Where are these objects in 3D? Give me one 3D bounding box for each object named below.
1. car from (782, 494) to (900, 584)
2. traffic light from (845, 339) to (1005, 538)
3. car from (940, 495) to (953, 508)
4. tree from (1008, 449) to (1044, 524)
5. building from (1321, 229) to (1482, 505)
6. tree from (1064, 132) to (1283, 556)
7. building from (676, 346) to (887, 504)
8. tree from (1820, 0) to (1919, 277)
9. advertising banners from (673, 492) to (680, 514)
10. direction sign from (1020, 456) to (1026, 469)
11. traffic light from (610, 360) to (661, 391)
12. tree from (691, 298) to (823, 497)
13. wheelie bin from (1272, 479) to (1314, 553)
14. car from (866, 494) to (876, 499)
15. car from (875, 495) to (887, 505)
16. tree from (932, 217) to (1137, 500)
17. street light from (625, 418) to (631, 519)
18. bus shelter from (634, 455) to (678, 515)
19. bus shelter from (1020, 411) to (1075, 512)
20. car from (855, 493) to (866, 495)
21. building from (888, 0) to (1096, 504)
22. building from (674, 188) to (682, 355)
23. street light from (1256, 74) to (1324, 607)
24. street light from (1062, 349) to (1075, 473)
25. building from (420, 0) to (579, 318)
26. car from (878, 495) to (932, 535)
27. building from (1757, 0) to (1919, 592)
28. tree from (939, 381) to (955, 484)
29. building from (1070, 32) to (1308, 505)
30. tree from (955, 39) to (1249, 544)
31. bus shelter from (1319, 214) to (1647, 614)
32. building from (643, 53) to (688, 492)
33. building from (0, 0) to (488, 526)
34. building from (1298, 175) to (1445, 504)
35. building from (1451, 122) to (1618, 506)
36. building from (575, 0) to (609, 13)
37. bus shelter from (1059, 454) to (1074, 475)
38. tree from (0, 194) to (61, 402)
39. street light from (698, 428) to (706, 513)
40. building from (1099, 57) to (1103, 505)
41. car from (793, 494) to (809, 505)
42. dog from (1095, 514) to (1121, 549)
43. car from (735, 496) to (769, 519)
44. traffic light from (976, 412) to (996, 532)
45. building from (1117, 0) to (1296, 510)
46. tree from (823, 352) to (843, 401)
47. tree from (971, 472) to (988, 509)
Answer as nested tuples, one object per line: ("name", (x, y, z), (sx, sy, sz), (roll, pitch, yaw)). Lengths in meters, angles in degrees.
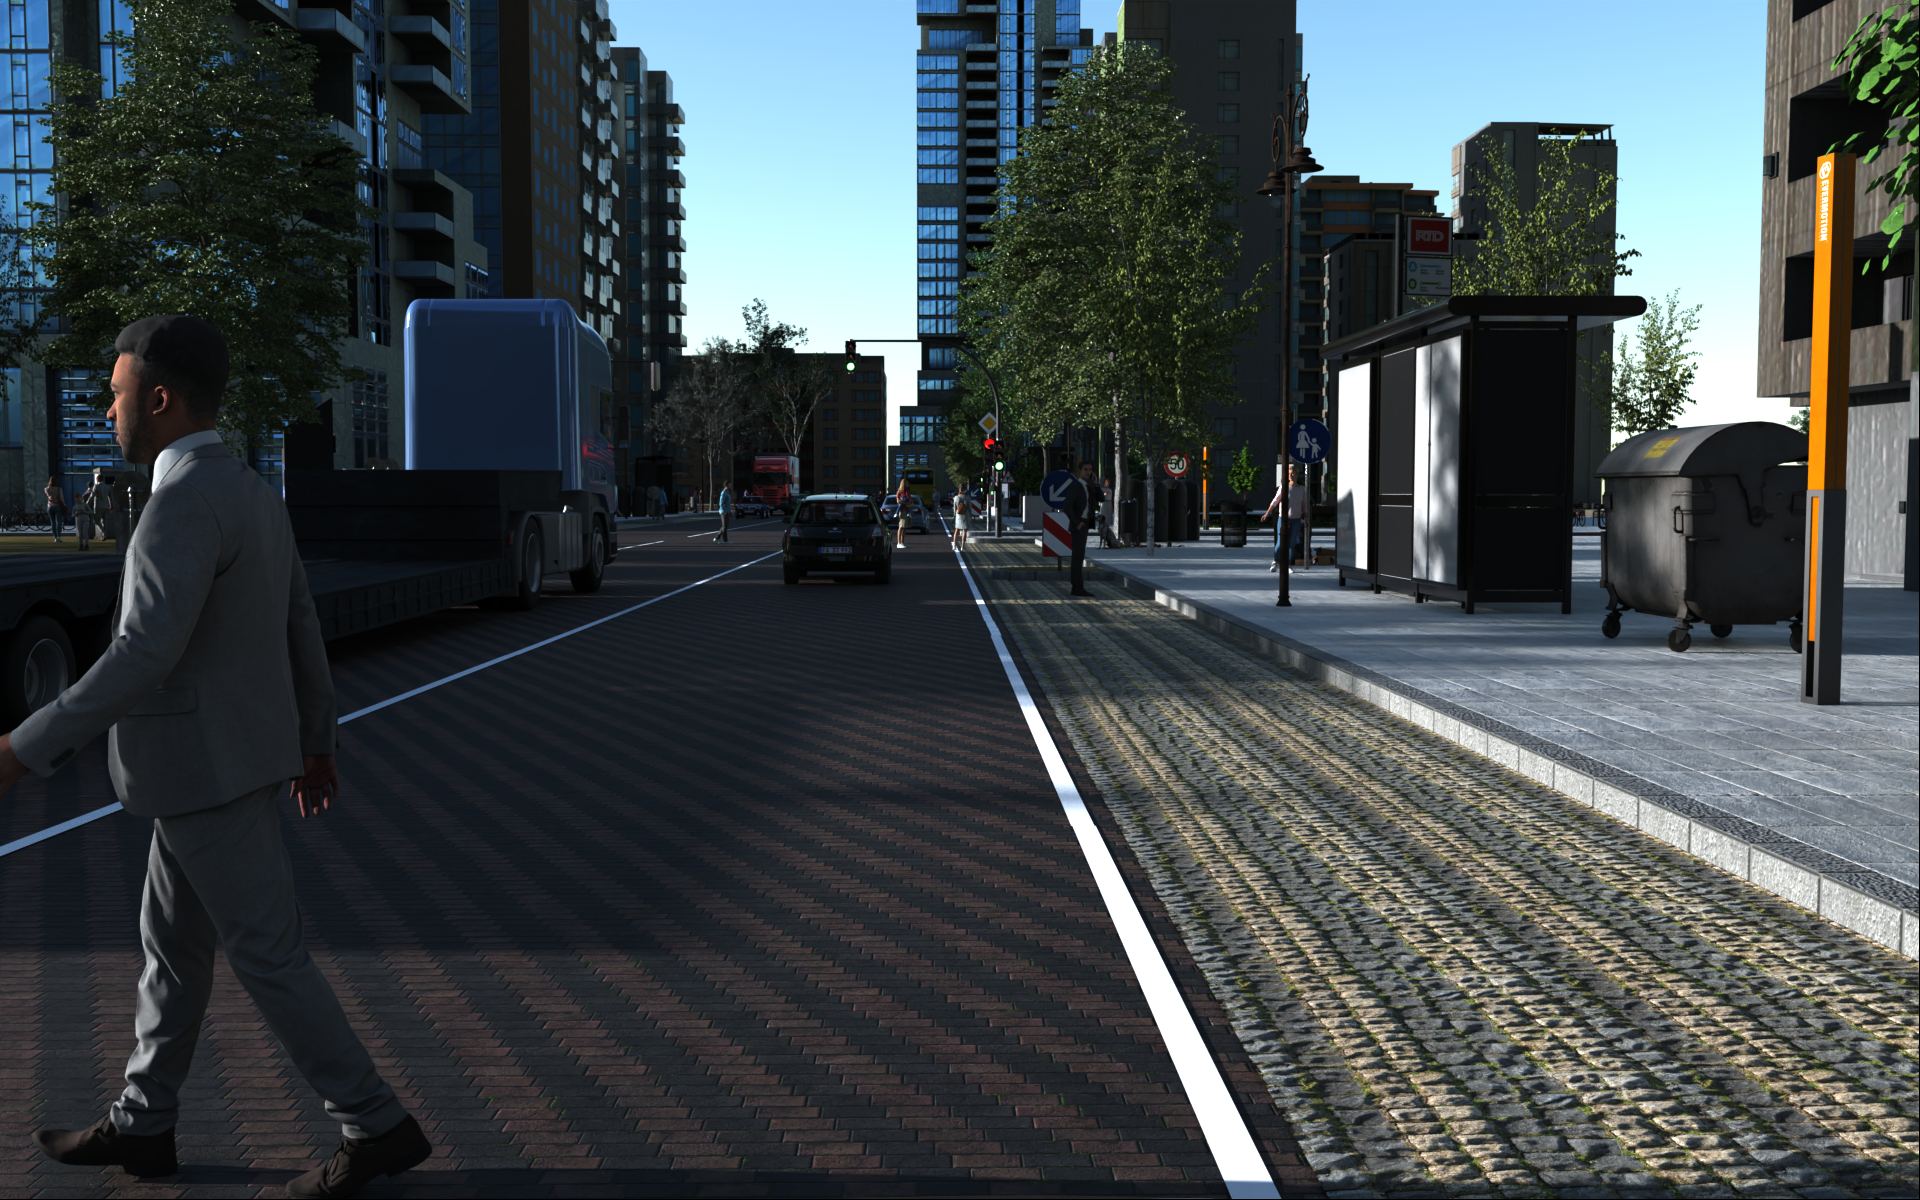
("car", (-2.011, -1.173, 28.959), (2.009, 1.686, 4.222), (0, 4, -2))
("traffic light", (-0.975, -4.667, 50.972), (4.771, 5.953, 1.251), (0, 4, -1))
("car", (-1.263, -10.430, 183.111), (1.945, 1.354, 3.894), (0, 4, -1))
("tree", (3.171, -4.905, 74.790), (1.663, 3.219, 1.824), (0, 3, 0))
("building", (48.822, -25.756, 192.816), (14.107, 30.474, 14.160), (0, 4, -1))
("tree", (4.131, -5.212, 35.575), (4.737, 8.622, 4.395), (0, 3, 0))
("building", (-25.055, -24.319, 242.652), (28.899, 21.520, 27.650), (0, 4, -1))
("tree", (4.890, -1.368, 6.082), (4.285, 4.588, 4.351), (0, 3, 0))
("advertising banners", (-19.208, -7.095, 112.198), (2.074, 3.025, 0.090), (0, 4, 1))
("direction sign", (3.990, -6.741, 102.212), (0.876, 3.537, 0.379), (0, 4, -1))
("traffic light", (-12.590, -5.153, 58.921), (4.771, 5.953, 1.251), (0, 4, -1))
("tree", (-20.440, -19.217, 170.085), (12.611, 20.169, 13.585), (0, 3, 0))
("wheelie bin", (6.820, -1.693, 35.584), (0.693, 1.594, 0.980), (-2, 4, -28))
("car", (-10.225, -11.405, 195.510), (2.155, 1.783, 4.494), (0, 4, -1))
("car", (-8.336, -10.515, 184.496), (1.945, 1.354, 3.894), (0, 4, -3))
("tree", (3.177, -8.526, 65.152), (9.928, 11.665, 9.643), (0, 3, 0))
("street light", (-17.246, -7.129, 89.341), (0.468, 5.910, 1.993), (0, 4, -1))
("bus shelter", (-18.516, -7.008, 105.862), (1.731, 3.624, 6.357), (0, 4, -1))
("bus shelter", (3.966, -6.305, 80.723), (2.179, 5.291, 8.768), (0, 4, -1))
("car", (-9.690, -9.633, 167.086), (1.945, 1.707, 3.694), (0, 4, -1))
("building", (5.776, -56.631, 238.590), (31.000, 86.520, 22.319), (0, 4, -1))
("building", (-50.246, -37.582, 238.163), (21.600, 48.544, 21.300), (0, 4, -1))
("street light", (3.707, -2.866, 19.650), (0.468, 5.910, 1.993), (0, 4, -1))
("street light", (3.179, -4.747, 50.394), (0.468, 5.910, 1.993), (0, 4, -1))
("building", (-33.764, -28.429, 114.924), (14.600, 45.320, 14.200), (0, 4, -1))
("car", (-2.017, -3.090, 62.530), (2.014, 1.417, 4.499), (0, 4, 0))
("building", (19.528, -15.450, 24.309), (14.160, 30.474, 14.107), (0, 4, -1))
("tree", (2.215, -13.230, 134.445), (7.486, 12.596, 7.792), (0, 3, 0))
("building", (23.513, -34.519, 183.987), (23.786, 49.044, 30.456), (0, 4, -1))
("tree", (3.753, -7.714, 44.245), (7.486, 12.596, 7.792), (0, 3, 0))
("bus shelter", (6.116, -2.750, 22.596), (2.179, 5.291, 8.768), (0, 4, -1))
("building", (-45.334, -34.656, 186.238), (30.456, 49.044, 23.786), (0, 4, -1))
("building", (-36.301, -47.120, 83.076), (22.319, 86.520, 31.000), (0, 4, -1))
("building", (50.572, -35.848, 240.745), (28.867, 44.769, 22.147), (0, 4, -1))
("building", (63.550, -31.188, 193.523), (14.086, 41.232, 14.154), (0, 4, -1))
("building", (-41.747, -32.324, 148.109), (23.786, 49.044, 30.456), (0, 4, -1))
("bus shelter", (5.457, -6.557, 98.485), (1.731, 3.624, 6.357), (0, 4, -1))
("tree", (-23.851, -5.592, 41.798), (4.360, 8.622, 3.978), (0, 3, 0))
("street light", (-17.726, -8.960, 119.278), (0.468, 5.910, 1.993), (0, 4, -1))
("building", (19.944, -29.255, 161.922), (14.154, 41.232, 14.086), (0, 4, -1))
("car", (-16.624, -10.577, 181.737), (1.959, 1.807, 4.718), (0, 4, 0))
("dog", (3.540, -1.582, 40.245), (0.800, 0.831, 0.513), (1, 4, 11))
("car", (-12.177, -5.445, 101.609), (1.945, 1.354, 3.894), (0, 4, -1))
("traffic light", (0.978, -4.294, 59.133), (0.839, 4.253, 0.868), (0, 4, -1))
("building", (20.062, -28.336, 146.887), (14.154, 41.232, 14.086), (0, 4, -1))
("tree", (-21.304, -21.633, 209.590), (12.611, 20.169, 13.585), (0, 3, 0))
("tree", (1.441, -9.583, 151.283), (1.663, 3.219, 1.824), (0, 3, 0))
